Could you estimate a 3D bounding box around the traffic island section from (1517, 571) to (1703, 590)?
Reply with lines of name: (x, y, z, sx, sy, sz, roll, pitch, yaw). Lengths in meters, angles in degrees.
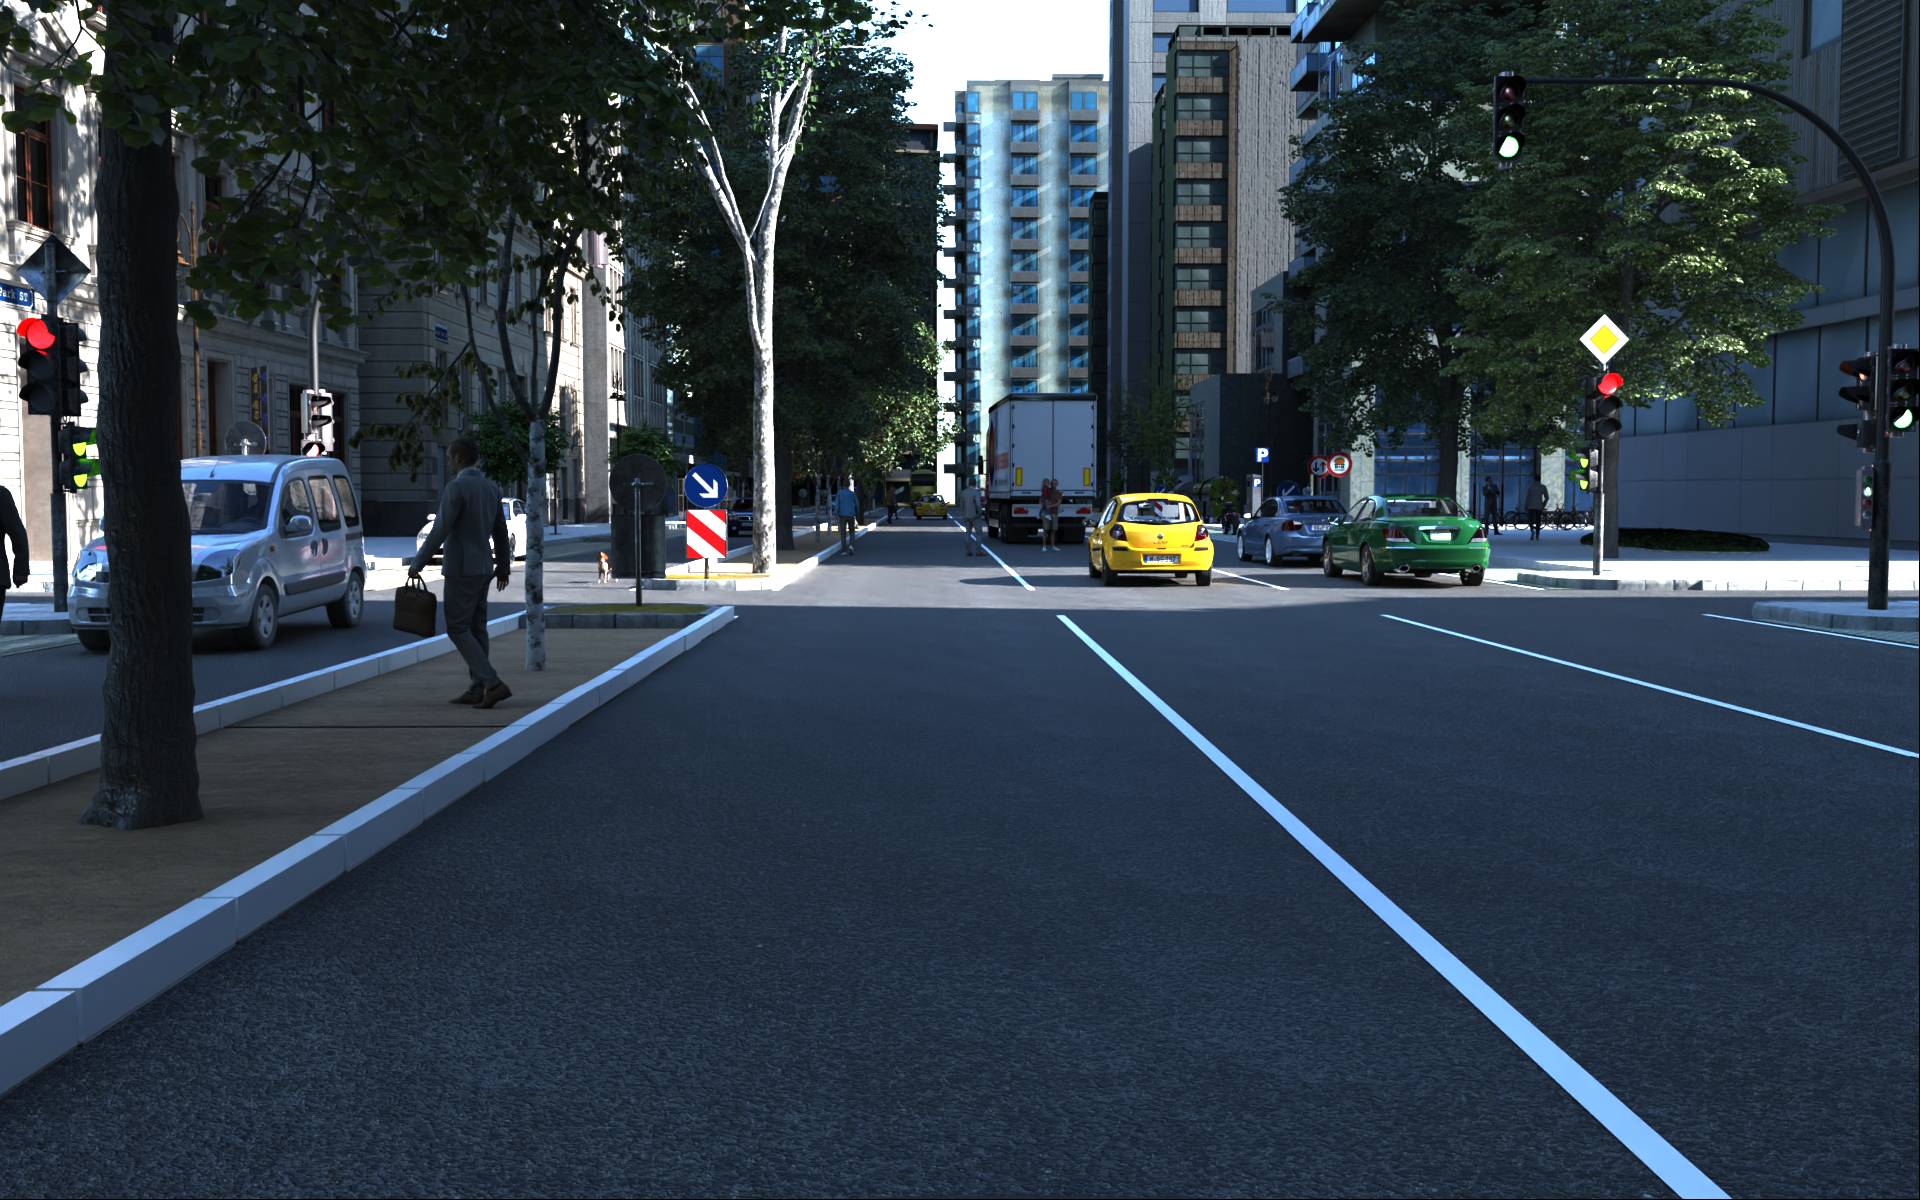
traffic island section: (10.061, -0.305, 27.273, 2.009, 0.180, 2.903, 0, 4, -1)

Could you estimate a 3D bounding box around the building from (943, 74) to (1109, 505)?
building: (13.232, -35.512, 200.235, 30.456, 49.044, 23.786, 0, 4, -1)

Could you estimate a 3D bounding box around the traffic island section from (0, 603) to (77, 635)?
traffic island section: (-9.816, 0.207, 18.894, 2.009, 0.180, 2.903, 0, 4, -1)

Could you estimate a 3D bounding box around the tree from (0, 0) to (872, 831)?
tree: (-3.657, -5.323, 7.609, 7.486, 12.596, 7.792, 0, 3, 0)

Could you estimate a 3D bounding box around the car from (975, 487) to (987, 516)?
car: (1.496, -5.380, 96.636, 2.281, 1.827, 5.304, 0, 3, 0)

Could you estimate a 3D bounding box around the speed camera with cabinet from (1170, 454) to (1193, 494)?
speed camera with cabinet: (10.911, -5.572, 85.440, 0.660, 3.252, 2.038, -1, 4, -10)

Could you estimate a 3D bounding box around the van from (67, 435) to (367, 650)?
van: (-7.263, -0.625, 17.226, 2.013, 2.044, 4.112, 0, 4, -2)

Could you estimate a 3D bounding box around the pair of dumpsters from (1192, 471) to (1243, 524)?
pair of dumpsters: (11.187, -4.450, 75.252, 1.574, 2.255, 4.437, 0, 4, -1)

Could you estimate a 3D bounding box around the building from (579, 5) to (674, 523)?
building: (-21.721, -16.367, 85.626, 12.078, 24.808, 19.932, 0, 4, -1)

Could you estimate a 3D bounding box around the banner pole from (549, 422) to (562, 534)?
banner pole: (-12.913, -3.990, 55.257, 0.401, 3.779, 0.863, -1, 4, -10)

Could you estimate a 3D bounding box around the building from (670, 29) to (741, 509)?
building: (-33.801, -27.033, 133.863, 32.217, 40.220, 23.993, 0, 4, -1)

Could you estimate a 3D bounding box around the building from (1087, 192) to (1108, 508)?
building: (19.229, -24.231, 167.882, 14.160, 30.474, 14.107, 0, 4, -1)

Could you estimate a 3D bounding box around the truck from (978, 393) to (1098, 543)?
truck: (2.267, -3.953, 53.545, 2.839, 4.237, 11.283, 0, 4, -3)

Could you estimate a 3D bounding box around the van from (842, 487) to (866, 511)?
van: (-8.735, -8.413, 141.942, 2.240, 2.365, 5.245, 0, 3, 0)

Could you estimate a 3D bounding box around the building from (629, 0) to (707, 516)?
building: (-27.263, -41.117, 110.515, 20.563, 71.187, 20.611, 0, 4, -1)

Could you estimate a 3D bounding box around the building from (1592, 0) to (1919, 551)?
building: (33.795, -27.731, 42.636, 27.495, 52.752, 28.713, 0, 4, -1)

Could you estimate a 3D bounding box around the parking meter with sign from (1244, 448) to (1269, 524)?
parking meter with sign: (11.241, -4.267, 66.020, 0.543, 3.016, 1.738, -1, 4, -9)

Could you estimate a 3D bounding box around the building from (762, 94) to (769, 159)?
building: (-25.537, -29.584, 167.292, 14.086, 41.232, 14.154, 0, 4, -1)

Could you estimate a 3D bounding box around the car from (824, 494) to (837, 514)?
car: (-8.701, -6.864, 124.233, 2.014, 1.417, 4.499, 0, 4, -3)

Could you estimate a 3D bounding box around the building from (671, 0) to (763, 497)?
building: (-24.989, -30.755, 152.948, 14.600, 45.320, 14.200, 0, 4, -1)

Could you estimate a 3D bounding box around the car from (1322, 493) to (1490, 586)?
car: (7.235, -1.019, 28.454, 2.131, 1.459, 4.920, 0, 4, 0)

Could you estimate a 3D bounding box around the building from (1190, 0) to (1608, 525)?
building: (25.122, -47.257, 85.331, 22.319, 86.520, 31.000, 0, 4, -1)

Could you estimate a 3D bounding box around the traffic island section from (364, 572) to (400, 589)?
traffic island section: (-9.976, -0.281, 26.877, 2.009, 0.180, 2.903, 0, 4, -1)

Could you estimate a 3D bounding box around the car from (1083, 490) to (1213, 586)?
car: (3.062, -1.112, 28.406, 2.015, 1.641, 3.980, 0, 4, 0)

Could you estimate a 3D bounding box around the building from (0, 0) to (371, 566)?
building: (-22.089, -12.431, 39.403, 11.583, 22.565, 21.152, 0, 4, -1)

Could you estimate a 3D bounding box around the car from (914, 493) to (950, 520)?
car: (-1.573, -5.336, 97.468, 2.015, 1.641, 3.980, 0, 4, 0)

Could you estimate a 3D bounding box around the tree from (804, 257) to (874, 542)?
tree: (-4.235, -6.021, 51.268, 4.360, 8.622, 3.978, 0, 3, 0)

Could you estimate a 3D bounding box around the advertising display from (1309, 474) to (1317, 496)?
advertising display: (11.332, -3.081, 55.588, 0.123, 1.923, 0.974, 0, 4, 4)

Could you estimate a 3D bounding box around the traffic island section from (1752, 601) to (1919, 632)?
traffic island section: (10.221, 0.183, 19.289, 2.009, 0.180, 2.903, 0, 4, -1)

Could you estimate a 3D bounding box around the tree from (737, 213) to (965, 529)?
tree: (-4.535, -9.230, 70.368, 9.611, 12.733, 9.660, 0, 3, 0)

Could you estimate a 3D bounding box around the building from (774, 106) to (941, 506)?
building: (-16.718, -33.269, 198.564, 28.867, 44.769, 22.147, 0, 4, -1)

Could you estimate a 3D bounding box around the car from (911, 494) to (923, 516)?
car: (-2.215, -6.416, 114.694, 2.009, 1.686, 4.222, 0, 4, -3)

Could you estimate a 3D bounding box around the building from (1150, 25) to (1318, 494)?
building: (19.802, -20.743, 110.855, 14.160, 30.474, 14.107, 0, 4, -1)

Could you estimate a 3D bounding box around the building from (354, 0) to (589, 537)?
building: (-21.811, -16.257, 63.066, 12.463, 27.353, 25.104, 0, 4, -1)

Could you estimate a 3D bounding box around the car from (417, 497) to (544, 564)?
car: (-10.065, -1.484, 36.633, 2.083, 1.381, 4.827, 0, 4, -2)

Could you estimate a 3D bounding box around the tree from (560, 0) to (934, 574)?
tree: (-4.752, -10.582, 31.365, 12.611, 20.169, 13.585, 0, 3, 0)

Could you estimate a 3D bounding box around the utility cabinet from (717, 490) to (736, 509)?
utility cabinet: (-13.672, -5.655, 101.140, 1.173, 1.500, 0.318, 0, 4, -2)

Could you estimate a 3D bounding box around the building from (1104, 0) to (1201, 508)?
building: (23.061, -36.941, 145.978, 21.231, 58.520, 28.212, 0, 4, -1)

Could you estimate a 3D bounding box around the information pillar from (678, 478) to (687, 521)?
information pillar: (-13.084, -4.724, 81.724, 0.304, 2.012, 0.304, 2, 4, 26)

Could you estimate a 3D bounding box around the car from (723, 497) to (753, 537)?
car: (-7.074, -2.856, 59.276, 1.945, 1.354, 3.894, 0, 4, -3)

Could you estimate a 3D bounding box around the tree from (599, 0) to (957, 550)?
tree: (-4.584, -8.244, 43.902, 9.857, 13.997, 8.962, 0, 3, 0)

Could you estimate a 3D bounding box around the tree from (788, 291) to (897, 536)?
tree: (-4.362, -6.753, 63.233, 4.737, 8.622, 4.395, 0, 3, 0)

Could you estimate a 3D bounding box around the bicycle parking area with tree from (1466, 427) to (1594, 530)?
bicycle parking area with tree: (19.890, -4.803, 65.535, 9.016, 4.147, 8.231, 3, 5, 41)

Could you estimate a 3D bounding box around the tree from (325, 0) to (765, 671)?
tree: (-3.450, -3.741, 13.986, 4.360, 8.622, 3.978, 0, 3, 0)

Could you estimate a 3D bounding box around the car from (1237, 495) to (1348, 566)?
car: (6.915, -1.442, 35.582, 2.014, 1.417, 4.499, 0, 4, -2)
